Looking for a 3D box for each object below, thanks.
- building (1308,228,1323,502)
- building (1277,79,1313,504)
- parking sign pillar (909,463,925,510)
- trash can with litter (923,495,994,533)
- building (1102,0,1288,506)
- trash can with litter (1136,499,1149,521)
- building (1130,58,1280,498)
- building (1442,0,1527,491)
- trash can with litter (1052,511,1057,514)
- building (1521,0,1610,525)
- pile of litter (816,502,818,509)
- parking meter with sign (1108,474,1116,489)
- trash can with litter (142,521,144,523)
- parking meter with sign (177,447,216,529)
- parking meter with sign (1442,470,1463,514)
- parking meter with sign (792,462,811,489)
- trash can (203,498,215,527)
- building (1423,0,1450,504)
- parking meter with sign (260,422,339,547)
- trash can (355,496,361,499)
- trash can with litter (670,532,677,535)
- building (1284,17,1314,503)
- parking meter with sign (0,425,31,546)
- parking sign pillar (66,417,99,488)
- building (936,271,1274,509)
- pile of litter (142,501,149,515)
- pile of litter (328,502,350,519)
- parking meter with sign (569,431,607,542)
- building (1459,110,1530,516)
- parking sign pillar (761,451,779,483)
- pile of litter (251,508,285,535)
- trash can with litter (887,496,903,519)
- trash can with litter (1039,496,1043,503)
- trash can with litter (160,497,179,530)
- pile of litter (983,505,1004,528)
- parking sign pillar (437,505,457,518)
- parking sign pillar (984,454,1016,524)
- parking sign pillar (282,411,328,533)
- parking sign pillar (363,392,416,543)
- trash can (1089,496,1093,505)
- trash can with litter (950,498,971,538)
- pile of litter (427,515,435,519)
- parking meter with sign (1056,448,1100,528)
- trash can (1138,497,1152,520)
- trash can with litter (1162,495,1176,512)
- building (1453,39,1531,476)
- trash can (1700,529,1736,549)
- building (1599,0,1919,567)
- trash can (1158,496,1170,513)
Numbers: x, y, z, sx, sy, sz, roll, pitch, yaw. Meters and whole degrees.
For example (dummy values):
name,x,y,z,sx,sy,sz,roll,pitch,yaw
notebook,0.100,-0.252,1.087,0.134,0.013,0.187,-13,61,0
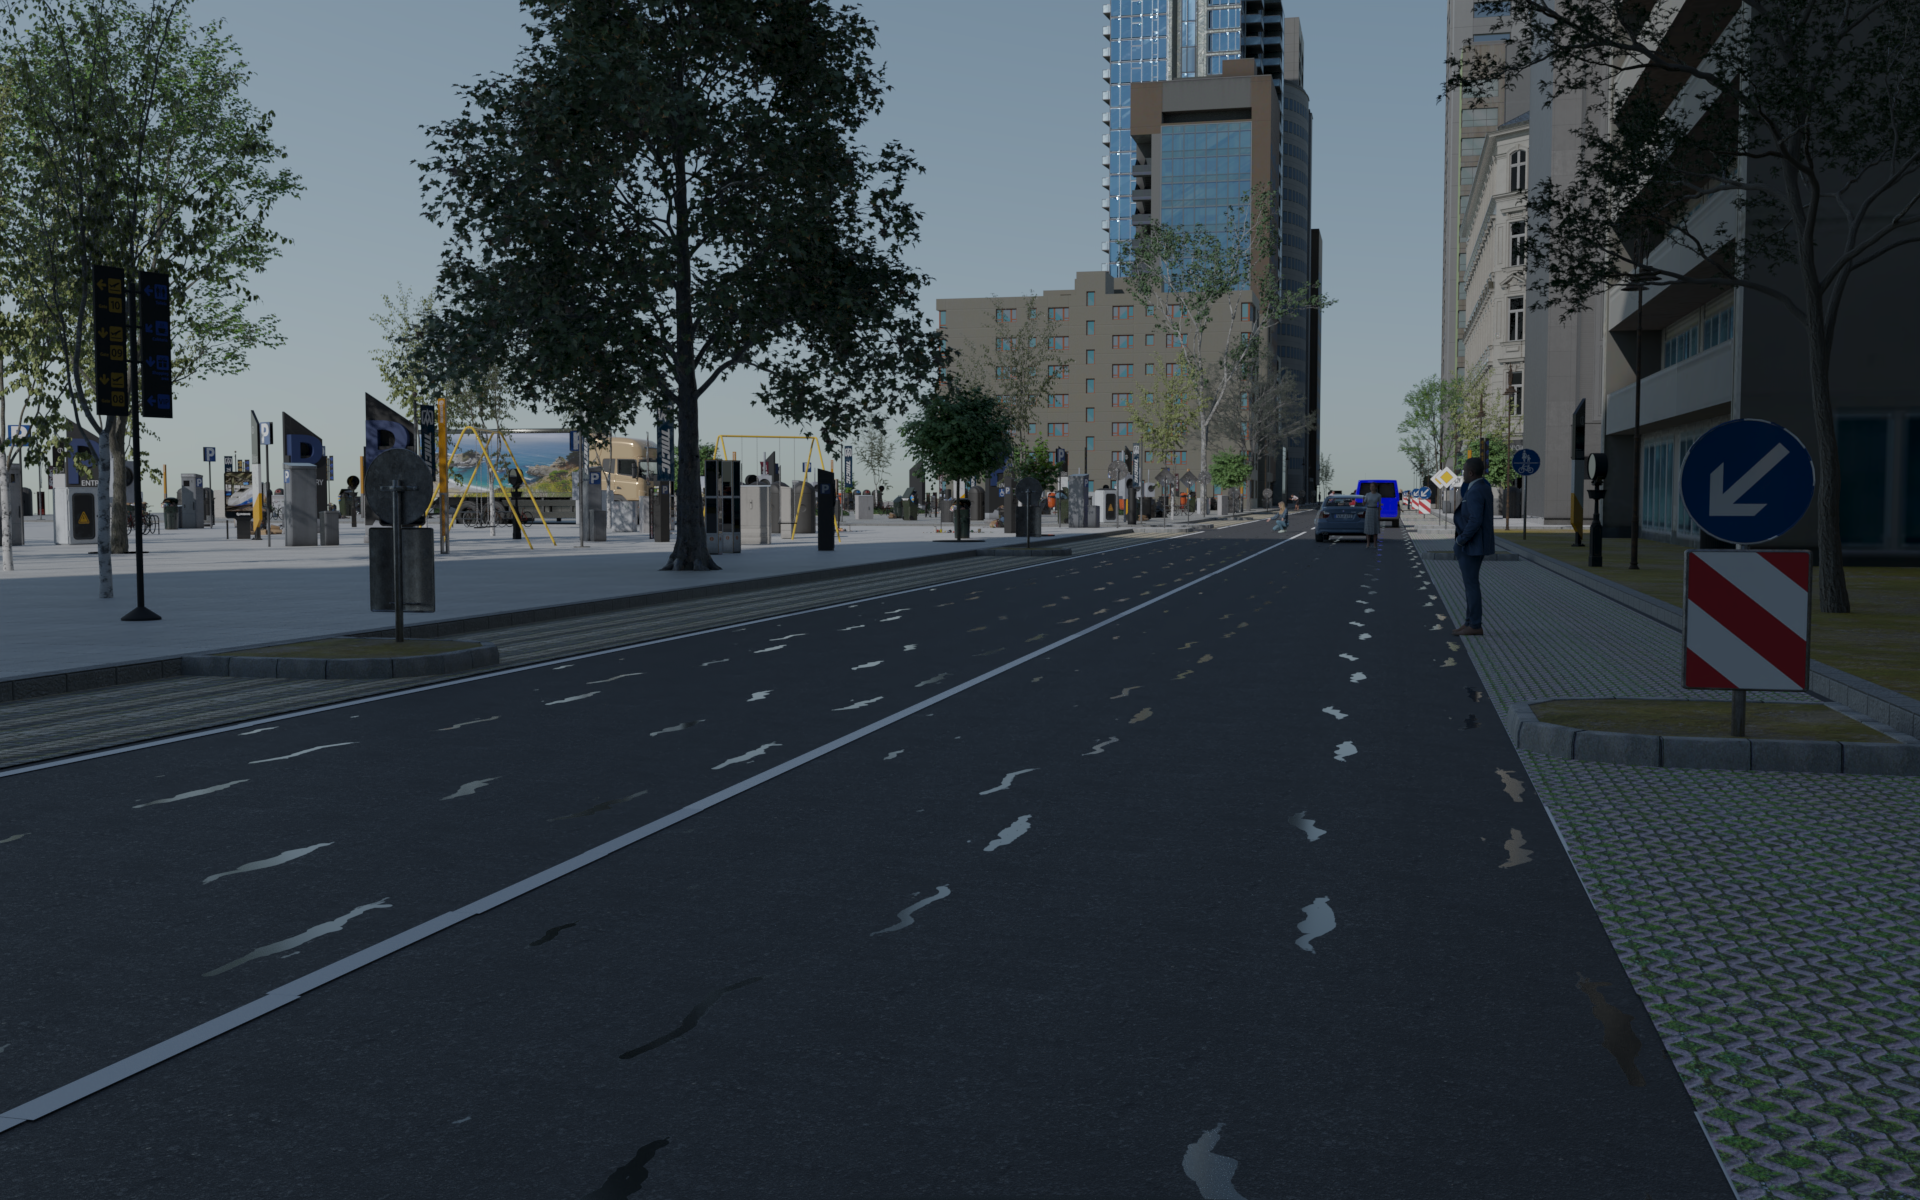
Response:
name,x,y,z,sx,sy,sz,roll,pitch,yaw
building,51.944,-38.786,284.260,14.600,45.320,14.200,1,4,14
building,38.023,-42.933,243.955,21.231,58.520,28.212,1,4,14
parking sign pillar,-3.212,-8.671,130.241,1.447,3.967,1.447,3,5,41
trash can with litter,-0.016,-2.818,57.138,2.233,1.210,1.678,1,4,11
building,28.218,-54.582,205.086,22.319,86.520,31.000,1,4,14
trash can with litter,8.539,-4.344,82.407,0.624,1.170,1.055,-3,5,-42
building,26.239,-32.628,183.572,14.600,45.320,14.200,1,4,14
building,60.977,-38.919,178.329,21.231,58.520,28.212,1,4,14
trash can with litter,6.630,-6.330,114.554,1.678,1.210,2.233,-2,4,-27
building,36.903,-17.091,72.951,24.014,27.812,14.314,1,4,14
pile of litter,-9.015,-5.750,107.984,1.719,0.858,1.176,-3,5,-43
parking meter with sign,11.877,-8.114,128.930,1.738,3.016,0.543,-2,4,-32
trash can with litter,-34.409,-3.688,71.358,1.678,1.210,2.233,3,5,43
parking meter with sign,-28.501,-4.162,64.313,1.738,3.016,0.543,1,4,19
parking meter with sign,32.520,-7.188,113.780,1.738,3.016,0.543,-2,4,-26
parking meter with sign,-8.930,-6.087,95.782,0.543,3.016,1.738,-3,5,-39
trash can,-29.660,-3.456,68.159,0.748,1.137,0.748,0,3,0
building,74.425,-48.795,236.051,20.563,71.187,20.611,1,4,14
parking meter with sign,-16.180,-2.829,42.523,0.543,3.016,1.738,3,5,44
trash can,-39.816,-6.311,114.835,0.748,1.137,0.748,0,3,0
trash can with litter,-8.808,-2.705,55.285,1.678,1.210,2.233,0,4,1
building,44.293,-50.699,267.182,20.563,71.187,20.611,1,4,14
parking meter with sign,-23.651,-2.849,42.846,0.543,3.016,1.738,0,4,-1
parking sign pillar,-30.679,-4.430,60.907,1.447,3.967,1.447,-1,4,-20
building,14.774,-19.524,164.259,27.650,21.520,28.899,1,4,14
pile of litter,-48.790,-5.451,103.081,1.719,0.858,1.176,3,4,36
pile of litter,-32.476,-4.657,90.099,1.719,0.858,1.176,3,5,44
parking meter with sign,-10.113,-3.124,47.334,0.543,3.016,1.738,-2,4,-31
building,43.865,-20.954,119.011,17.030,29.872,44.131,1,4,14
parking sign pillar,-11.999,-7.385,109.218,1.447,3.967,1.447,3,5,44
pile of litter,-22.023,-2.504,54.901,1.719,0.858,1.176,-2,4,-30
trash can with litter,-3.279,-4.813,90.072,0.624,1.170,1.055,2,4,32
trash can with litter,6.498,-7.482,133.717,1.055,1.170,0.624,-1,4,-17
trash can with litter,-28.525,-3.123,62.444,0.624,1.170,1.055,-2,4,-30
pile of litter,1.633,-3.174,65.867,1.719,0.858,1.176,1,4,18
parking sign pillar,-27.505,-6.418,93.402,1.447,3.967,1.447,1,4,13
parking sign pillar,1.770,-5.340,75.776,1.447,3.967,1.447,-2,4,-24
parking sign pillar,-21.511,-4.186,56.909,1.447,3.967,1.447,3,5,44
parking sign pillar,-15.029,-3.502,45.734,1.447,3.967,1.447,0,4,-4
trash can,8.999,-6.751,122.032,0.748,1.137,0.748,0,3,0
trash can with litter,0.007,-2.369,50.122,0.624,1.170,1.055,0,4,-2
pile of litter,-28.377,-4.696,90.752,1.719,0.858,1.176,1,4,23
parking meter with sign,4.513,-4.257,65.862,1.738,3.016,0.543,2,4,35
trash can,9.014,-4.447,84.361,0.748,1.137,0.748,0,3,0
trash can with litter,14.605,-7.082,126.843,2.233,1.210,1.678,1,4,18
building,52.803,-29.076,158.981,14.154,41.232,14.086,1,4,14
trash can,11.110,-0.831,25.241,0.748,1.137,0.748,0,3,0
building,26.770,-25.290,37.188,21.300,48.544,21.600,1,4,14
trash can,13.124,-6.107,111.497,0.748,1.137,0.748,0,3,0
